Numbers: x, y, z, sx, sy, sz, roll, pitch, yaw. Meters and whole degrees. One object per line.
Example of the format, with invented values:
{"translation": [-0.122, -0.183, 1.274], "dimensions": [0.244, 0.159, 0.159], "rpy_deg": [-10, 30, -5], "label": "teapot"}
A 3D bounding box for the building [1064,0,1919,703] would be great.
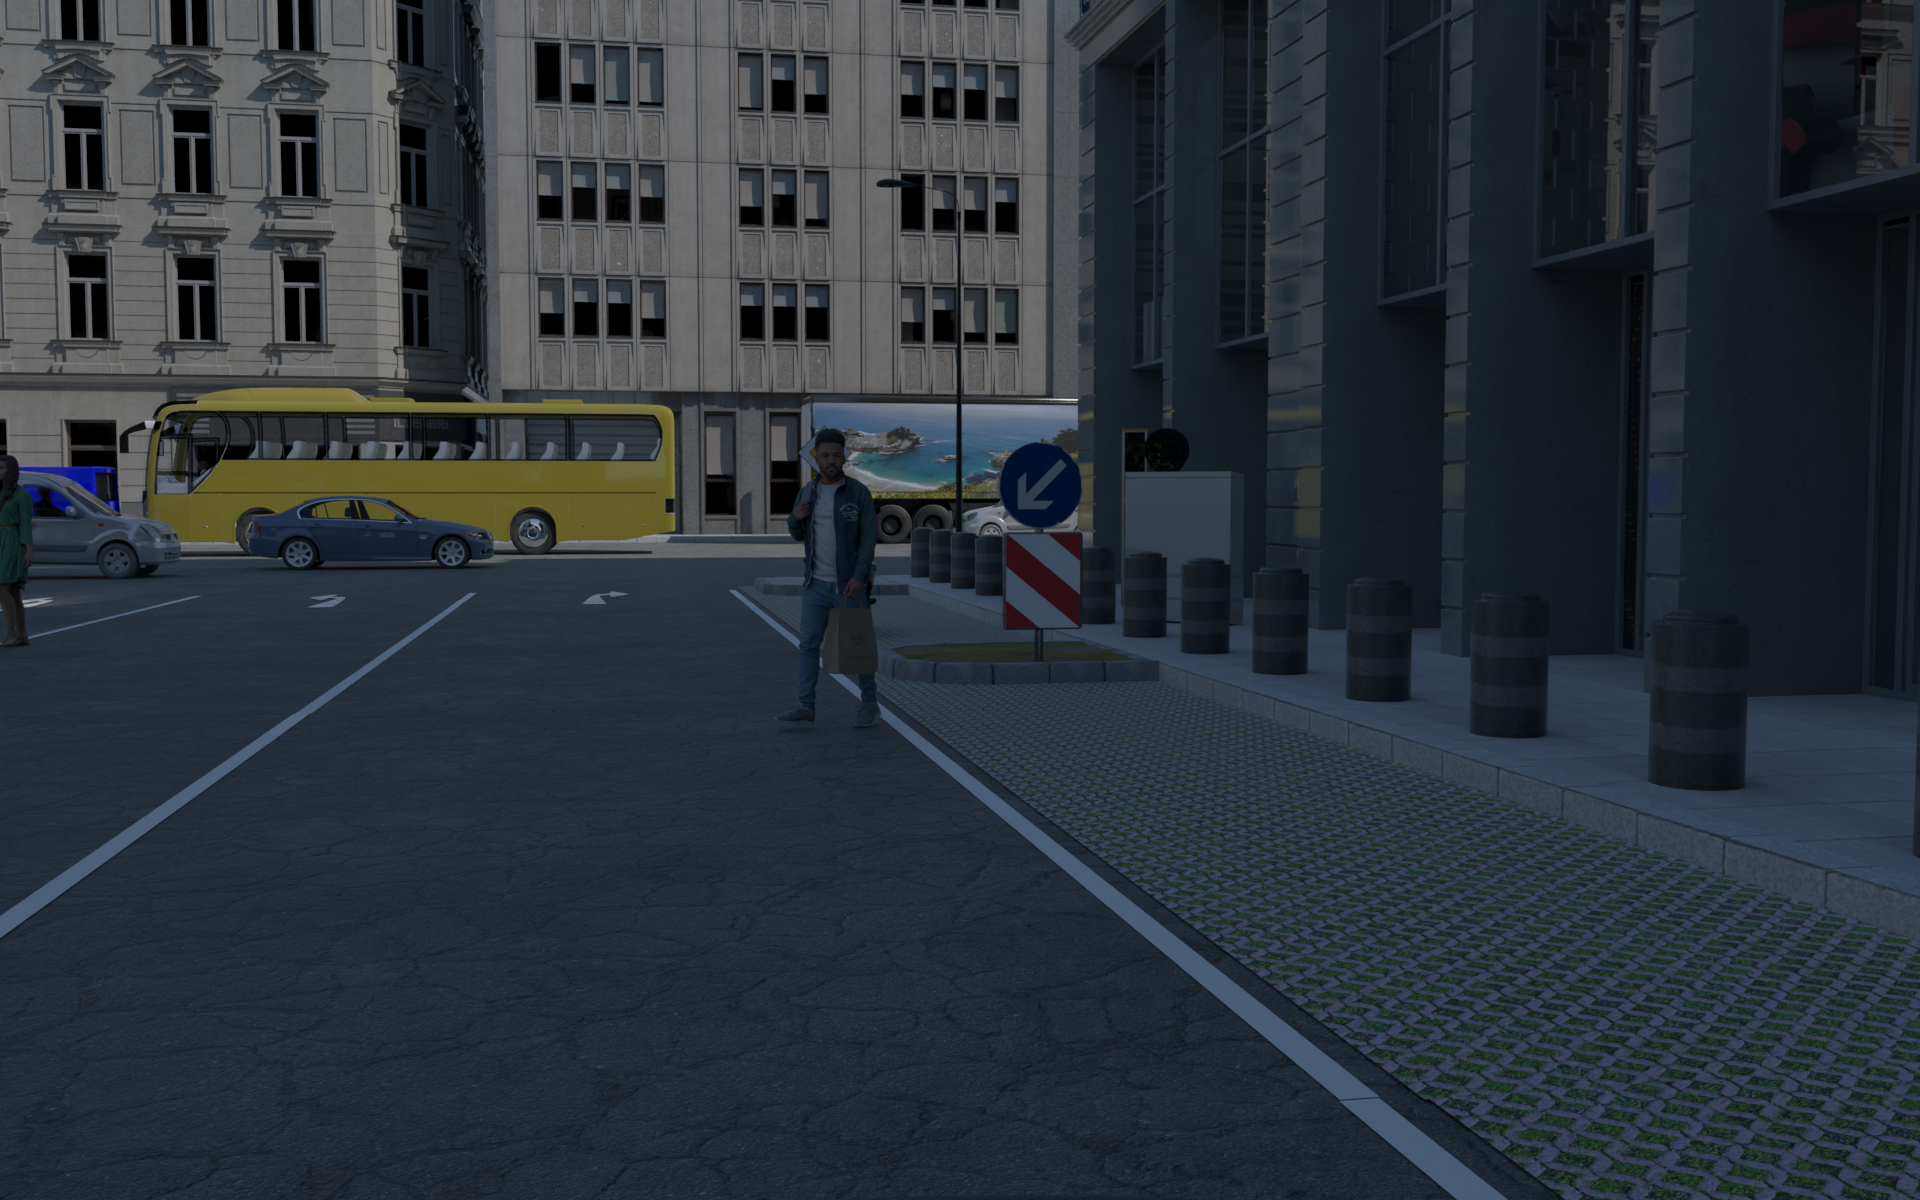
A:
{"translation": [9.882, -14.294, 11.198], "dimensions": [11.434, 29.767, 29.804], "rpy_deg": [-1, 4, -11], "label": "building"}

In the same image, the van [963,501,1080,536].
{"translation": [1.988, -2.524, 48.283], "dimensions": [4.112, 2.044, 2.013], "rpy_deg": [-1, 4, -9], "label": "van"}

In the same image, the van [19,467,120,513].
{"translation": [-21.628, -2.088, 38.522], "dimensions": [5.245, 2.365, 2.240], "rpy_deg": [-1, 4, -9], "label": "van"}

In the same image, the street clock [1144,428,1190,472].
{"translation": [2.273, -0.888, 19.084], "dimensions": [0.471, 2.002, 0.358], "rpy_deg": [1, 4, 16], "label": "street clock"}

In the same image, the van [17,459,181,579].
{"translation": [-15.599, -1.385, 29.649], "dimensions": [4.112, 2.044, 2.013], "rpy_deg": [-1, 4, -11], "label": "van"}

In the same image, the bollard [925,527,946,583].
{"translation": [-0.241, -0.639, 25.159], "dimensions": [0.404, 0.777, 0.398], "rpy_deg": [0, 3, 0], "label": "bollard"}

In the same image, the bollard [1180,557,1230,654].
{"translation": [1.988, 0.042, 14.029], "dimensions": [0.404, 0.777, 0.398], "rpy_deg": [0, 3, 0], "label": "bollard"}

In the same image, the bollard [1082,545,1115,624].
{"translation": [1.349, -0.153, 17.217], "dimensions": [0.404, 0.777, 0.398], "rpy_deg": [0, 3, 0], "label": "bollard"}

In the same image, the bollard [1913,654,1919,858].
{"translation": [3.577, 0.529, 6.070], "dimensions": [0.404, 0.777, 0.398], "rpy_deg": [0, 3, 0], "label": "bollard"}

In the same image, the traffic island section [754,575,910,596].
{"translation": [-1.971, -0.205, 25.625], "dimensions": [2.009, 0.180, 2.903], "rpy_deg": [-1, 4, -11], "label": "traffic island section"}

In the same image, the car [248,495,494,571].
{"translation": [-11.340, -1.316, 33.518], "dimensions": [4.499, 1.417, 2.014], "rpy_deg": [-1, 4, -13], "label": "car"}

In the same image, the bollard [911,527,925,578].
{"translation": [-0.560, -0.737, 26.762], "dimensions": [0.404, 0.777, 0.398], "rpy_deg": [0, 3, 0], "label": "bollard"}

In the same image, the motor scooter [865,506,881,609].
{"translation": [-1.184, -0.304, 17.751], "dimensions": [0.815, 1.314, 1.986], "rpy_deg": [-1, 4, -12], "label": "motor scooter"}

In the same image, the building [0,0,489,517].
{"translation": [-38.181, -17.122, 56.367], "dimensions": [44.131, 29.872, 17.030], "rpy_deg": [-1, 4, -11], "label": "building"}

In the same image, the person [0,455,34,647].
{"translation": [-8.837, -0.451, 16.122], "dimensions": [0.600, 1.795, 0.529], "rpy_deg": [0, 4, 8], "label": "person"}

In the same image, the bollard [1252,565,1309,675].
{"translation": [2.302, 0.139, 12.443], "dimensions": [0.404, 0.777, 0.398], "rpy_deg": [0, 3, 0], "label": "bollard"}

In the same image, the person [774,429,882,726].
{"translation": [-0.736, -0.124, 10.515], "dimensions": [0.794, 1.824, 0.713], "rpy_deg": [3, 5, 43], "label": "person"}

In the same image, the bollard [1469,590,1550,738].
{"translation": [2.939, 0.333, 9.265], "dimensions": [0.404, 0.777, 0.398], "rpy_deg": [0, 3, 0], "label": "bollard"}

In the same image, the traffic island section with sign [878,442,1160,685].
{"translation": [0.365, -0.324, 13.928], "dimensions": [1.989, 1.847, 2.006], "rpy_deg": [-1, 4, -11], "label": "traffic island section with sign"}

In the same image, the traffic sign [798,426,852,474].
{"translation": [-1.992, -1.339, 25.543], "dimensions": [0.795, 2.450, 0.064], "rpy_deg": [-1, 4, -11], "label": "traffic sign"}

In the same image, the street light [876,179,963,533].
{"translation": [-0.545, -3.256, 25.783], "dimensions": [1.470, 5.913, 1.316], "rpy_deg": [-1, 4, -11], "label": "street light"}

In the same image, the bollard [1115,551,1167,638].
{"translation": [1.669, -0.055, 15.621], "dimensions": [0.404, 0.777, 0.398], "rpy_deg": [0, 3, 0], "label": "bollard"}

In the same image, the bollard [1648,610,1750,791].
{"translation": [3.265, 0.432, 7.656], "dimensions": [0.404, 0.777, 0.398], "rpy_deg": [0, 3, 0], "label": "bollard"}

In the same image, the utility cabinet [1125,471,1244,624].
{"translation": [2.229, -0.523, 17.224], "dimensions": [1.173, 1.500, 0.318], "rpy_deg": [2, 4, 35], "label": "utility cabinet"}

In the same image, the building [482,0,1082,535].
{"translation": [-5.758, -14.799, 59.991], "dimensions": [19.932, 24.808, 12.078], "rpy_deg": [-1, 4, -11], "label": "building"}

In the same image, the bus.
{"translation": [-12.992, -3.034, 41.160], "dimensions": [12.252, 3.916, 2.896], "rpy_deg": [-1, 4, -10], "label": "bus"}

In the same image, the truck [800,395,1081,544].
{"translation": [1.029, -3.811, 51.219], "dimensions": [11.283, 4.237, 2.839], "rpy_deg": [-1, 4, -12], "label": "truck"}

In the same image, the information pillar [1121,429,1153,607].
{"translation": [2.008, -0.929, 19.679], "dimensions": [0.304, 2.012, 0.304], "rpy_deg": [1, 4, 16], "label": "information pillar"}

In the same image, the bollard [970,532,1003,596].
{"translation": [0.395, -0.445, 21.990], "dimensions": [0.404, 0.777, 0.398], "rpy_deg": [0, 3, 0], "label": "bollard"}

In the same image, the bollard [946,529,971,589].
{"translation": [0.076, -0.542, 23.575], "dimensions": [0.404, 0.777, 0.398], "rpy_deg": [0, 3, 0], "label": "bollard"}

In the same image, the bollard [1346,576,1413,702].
{"translation": [2.624, 0.237, 10.850], "dimensions": [0.404, 0.777, 0.398], "rpy_deg": [0, 3, 0], "label": "bollard"}
